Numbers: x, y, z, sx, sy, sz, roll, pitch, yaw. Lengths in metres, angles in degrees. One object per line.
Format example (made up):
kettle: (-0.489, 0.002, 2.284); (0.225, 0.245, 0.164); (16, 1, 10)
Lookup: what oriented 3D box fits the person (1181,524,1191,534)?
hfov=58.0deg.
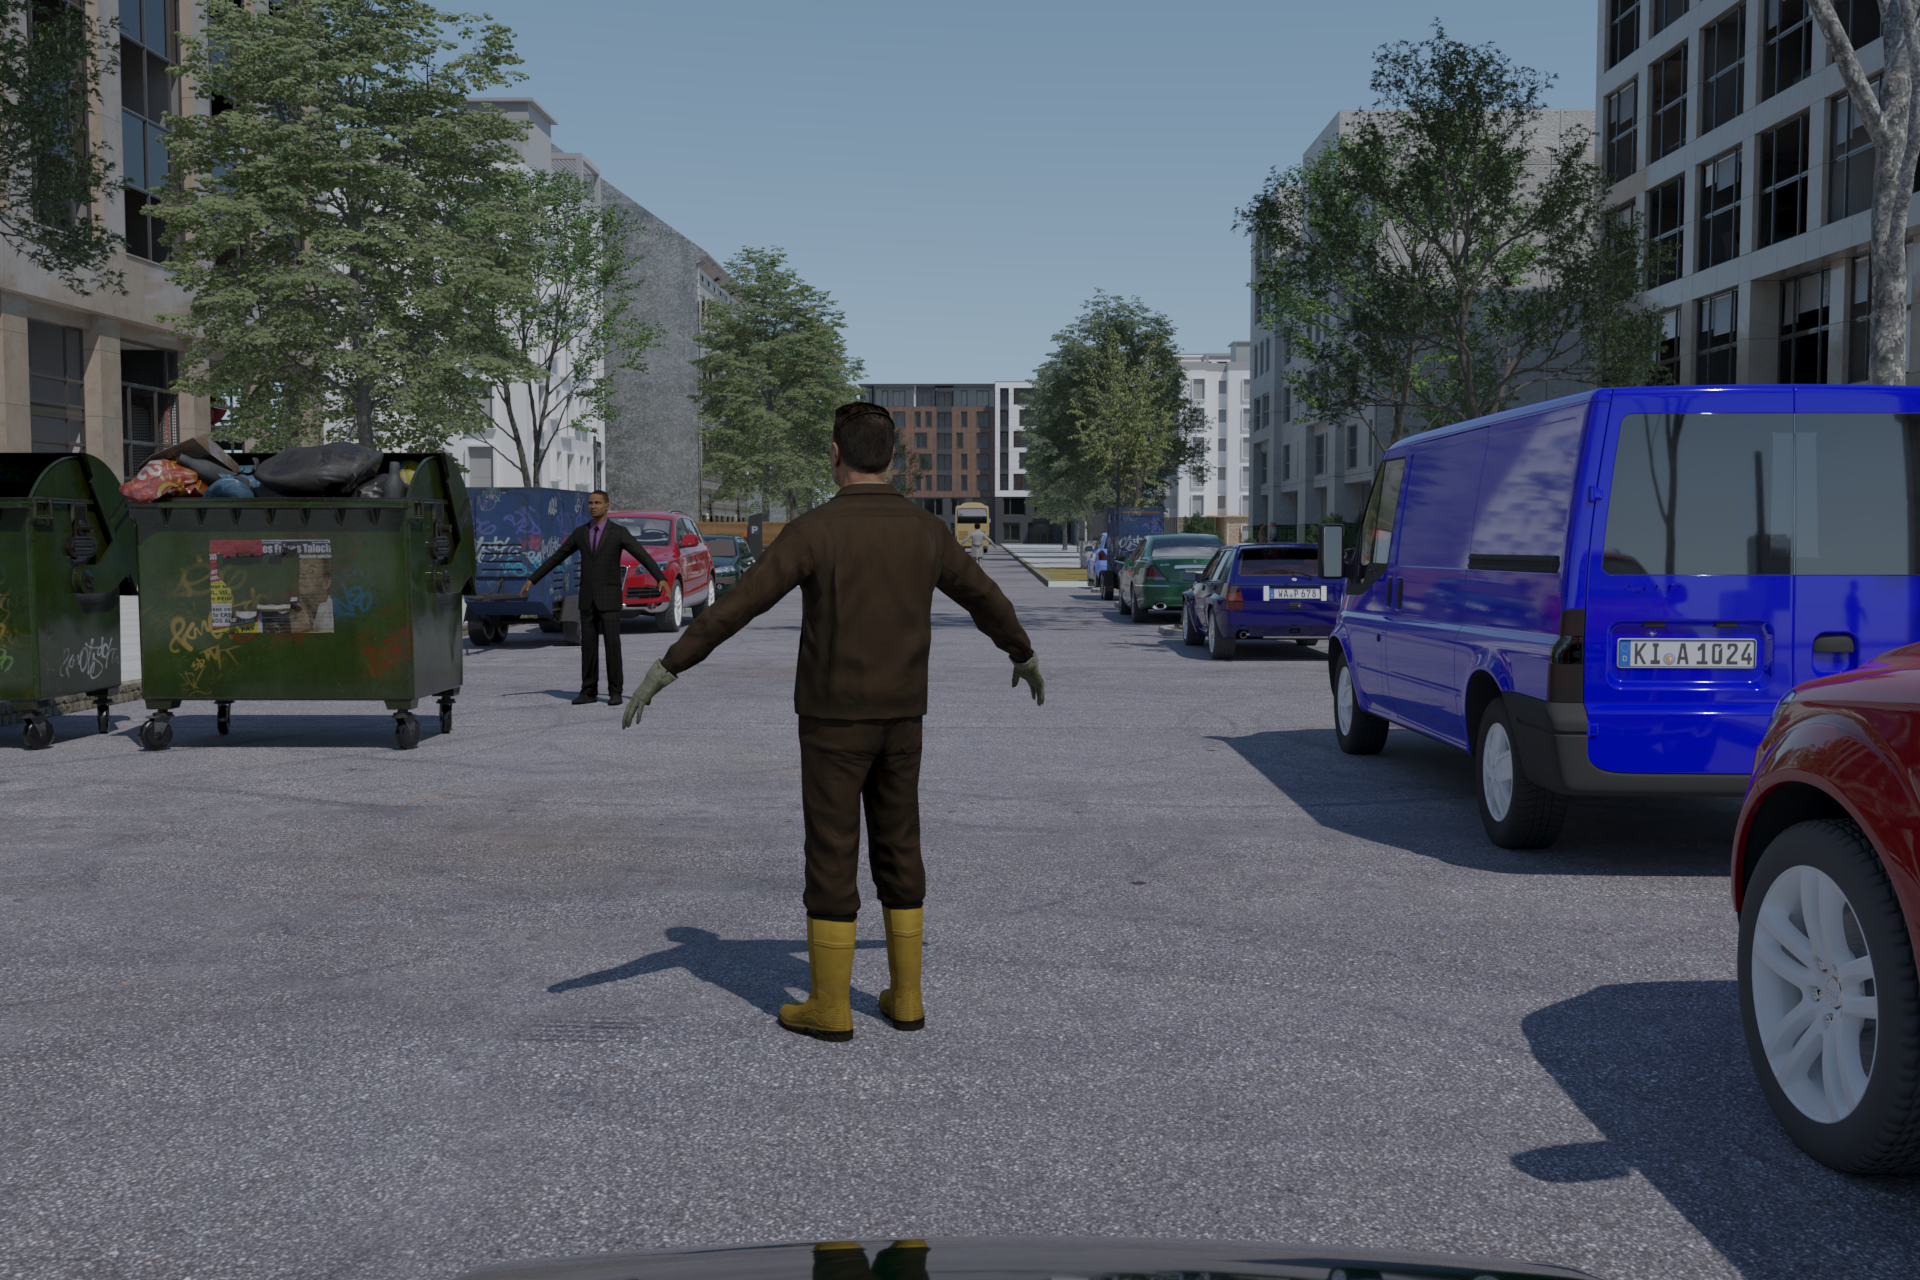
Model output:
person: (10.869, -4.658, 82.291); (1.348, 1.813, 0.705); (-2, 4, -23)

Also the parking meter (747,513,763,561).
parking meter: (-5.588, -2.535, 47.159); (0.399, 1.863, 0.255); (0, 4, 1)

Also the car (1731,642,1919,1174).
car: (2.941, 0.390, 2.292); (2.281, 1.827, 5.304); (0, 4, 0)

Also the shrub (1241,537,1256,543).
shrub: (10.430, -3.142, 62.481); (1.383, 1.207, 1.383); (0, 3, 0)

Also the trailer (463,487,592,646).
trailer: (-5.545, -0.901, 21.785); (1.471, 1.999, 3.904); (0, 4, 1)

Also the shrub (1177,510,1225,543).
shrub: (7.259, -2.952, 52.689); (1.690, 2.028, 1.600); (0, 3, 0)

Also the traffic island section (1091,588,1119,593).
traffic island section: (4.243, -1.217, 42.767); (1.991, 0.108, 1.994); (0, 4, 2)

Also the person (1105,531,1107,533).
person: (6.462, -4.035, 75.239); (0.599, 1.433, 0.991); (3, 4, 36)

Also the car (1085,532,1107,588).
car: (4.327, -2.246, 46.306); (1.945, 1.707, 3.694); (0, 4, 0)

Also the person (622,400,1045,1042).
person: (-0.295, 0.220, 4.999); (1.346, 1.812, 0.704); (-2, 4, -29)

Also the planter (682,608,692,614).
planter: (-5.681, -0.669, 32.071); (1.991, 0.319, 1.994); (0, 4, 2)

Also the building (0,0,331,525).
building: (-31.644, -16.631, 38.140); (22.709, 31.103, 35.509); (0, 4, 0)

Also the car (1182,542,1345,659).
car: (3.738, -0.523, 21.126); (1.945, 1.354, 3.894); (0, 4, 0)

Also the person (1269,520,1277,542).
person: (12.422, -3.853, 68.846); (0.705, 1.847, 1.347); (1, 4, 12)

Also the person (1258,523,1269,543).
person: (12.870, -4.070, 73.344); (0.721, 1.733, 1.217); (2, 4, 26)

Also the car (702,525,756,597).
car: (-5.413, -1.693, 37.467); (2.009, 1.686, 4.222); (0, 4, 1)

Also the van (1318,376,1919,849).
van: (3.398, -0.314, 9.515); (2.240, 2.365, 5.245); (0, 4, 1)

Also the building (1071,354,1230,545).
building: (27.482, -22.547, 212.618); (27.936, 21.610, 32.646); (0, 4, 1)

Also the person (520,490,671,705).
person: (-3.041, -0.361, 14.578); (1.346, 1.802, 0.704); (1, 4, 12)

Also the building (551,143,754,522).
building: (-23.126, -16.608, 102.476); (19.493, 23.208, 18.063); (0, 4, 1)

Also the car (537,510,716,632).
car: (-5.089, -1.116, 26.919); (2.281, 1.827, 5.304); (0, 4, 1)

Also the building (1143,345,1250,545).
building: (24.185, -19.881, 181.468); (16.016, 20.090, 11.380); (0, 4, 0)

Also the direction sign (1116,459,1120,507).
direction sign: (4.843, -3.731, 52.996); (0.379, 3.537, 0.876); (0, 4, 0)

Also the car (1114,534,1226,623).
car: (3.720, -1.076, 29.394); (2.131, 1.459, 4.920); (0, 4, 1)

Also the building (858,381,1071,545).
building: (2.672, -24.305, 243.821); (32.646, 21.610, 27.936); (0, 4, 1)

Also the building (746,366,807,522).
building: (-25.574, -21.035, 174.857); (19.493, 23.208, 18.063); (0, 4, 2)

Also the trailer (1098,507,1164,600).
trailer: (3.809, -1.923, 38.491); (1.471, 1.999, 3.904); (0, 4, 0)

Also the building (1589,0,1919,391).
building: (29.865, -14.416, 38.898); (19.351, 26.588, 34.151); (0, 4, 1)

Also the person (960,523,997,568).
person: (0.566, -2.984, 57.439); (1.347, 1.806, 0.705); (0, 4, -7)

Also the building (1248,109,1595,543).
building: (24.309, -13.119, 80.947); (16.747, 18.905, 31.486); (0, 4, 1)

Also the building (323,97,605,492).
building: (-23.573, -13.464, 76.562); (16.016, 20.090, 11.380); (0, 4, 2)

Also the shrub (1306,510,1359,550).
shrub: (11.509, -2.993, 53.361); (1.690, 2.028, 1.600); (0, 3, 0)
